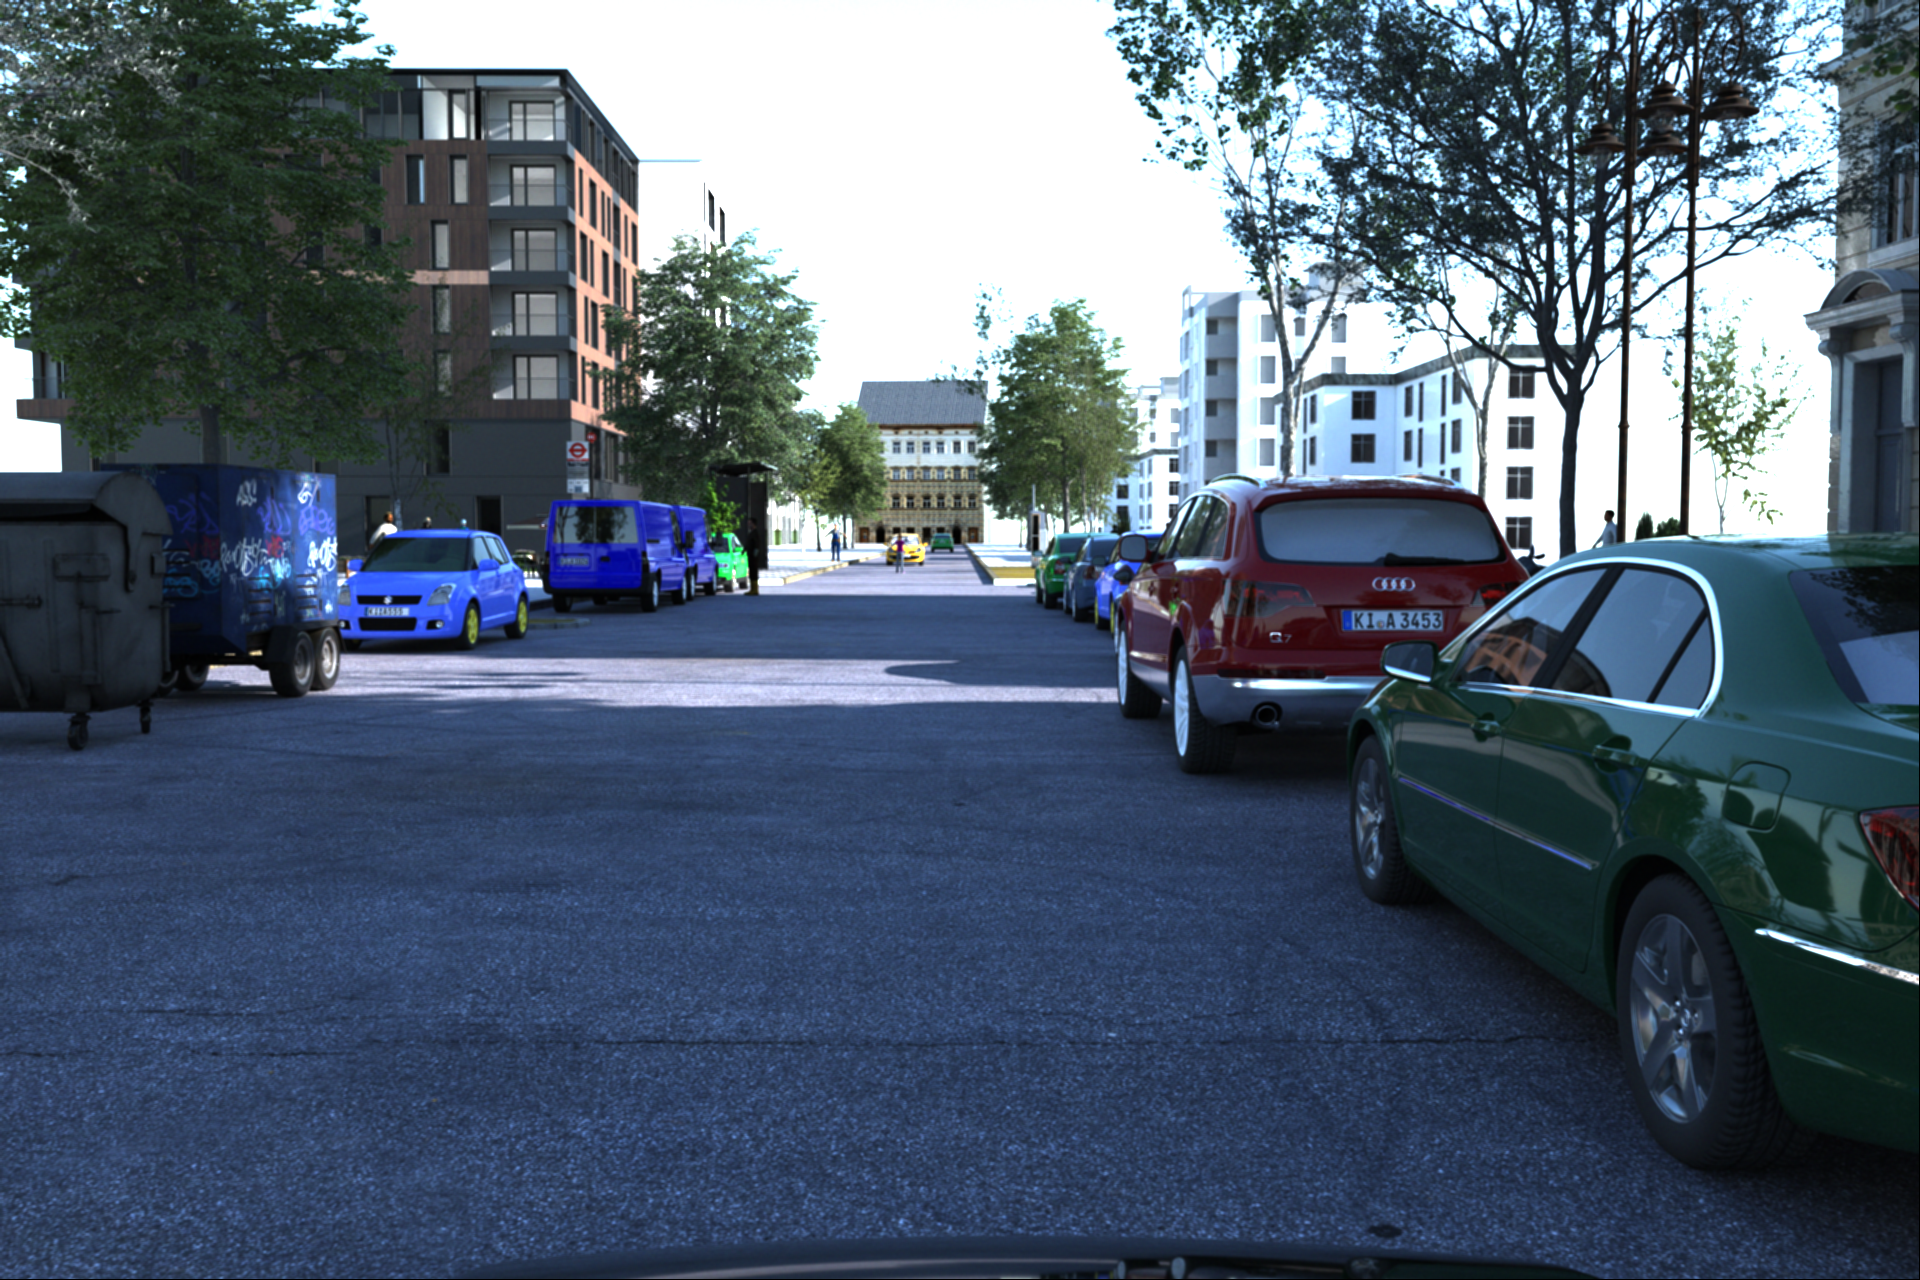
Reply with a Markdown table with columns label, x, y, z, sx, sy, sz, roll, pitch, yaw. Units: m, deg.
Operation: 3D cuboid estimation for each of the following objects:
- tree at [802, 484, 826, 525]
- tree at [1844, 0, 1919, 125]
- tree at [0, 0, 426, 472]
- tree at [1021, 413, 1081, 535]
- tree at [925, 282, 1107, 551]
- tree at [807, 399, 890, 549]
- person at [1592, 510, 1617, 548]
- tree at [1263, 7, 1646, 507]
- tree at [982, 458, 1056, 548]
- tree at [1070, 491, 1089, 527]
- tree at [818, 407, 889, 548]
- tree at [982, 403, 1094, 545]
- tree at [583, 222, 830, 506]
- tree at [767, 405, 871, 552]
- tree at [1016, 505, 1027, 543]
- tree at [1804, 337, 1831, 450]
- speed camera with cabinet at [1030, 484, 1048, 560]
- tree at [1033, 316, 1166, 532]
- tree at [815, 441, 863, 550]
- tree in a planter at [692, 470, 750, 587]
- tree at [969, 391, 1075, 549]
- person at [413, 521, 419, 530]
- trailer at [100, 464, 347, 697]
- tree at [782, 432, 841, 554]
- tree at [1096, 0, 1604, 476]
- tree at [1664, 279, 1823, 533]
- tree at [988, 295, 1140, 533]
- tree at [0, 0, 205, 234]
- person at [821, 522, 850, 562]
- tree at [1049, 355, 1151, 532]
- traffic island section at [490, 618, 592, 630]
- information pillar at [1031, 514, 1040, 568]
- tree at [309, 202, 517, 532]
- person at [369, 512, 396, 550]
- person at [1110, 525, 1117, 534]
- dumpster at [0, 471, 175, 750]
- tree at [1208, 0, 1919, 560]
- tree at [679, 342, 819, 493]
| label | x | y | z | sx | sy | sz | roll | pitch | yaw |
| --- | --- | --- | --- | --- | --- | --- | --- | --- | --- |
| tree | -21.562 | -18.730 | 240.644 | 7.601 | 10.594 | 8.767 | 0 | 4 | 7 |
| tree | 9.051 | -6.255 | 8.928 | 9.857 | 13.997 | 8.962 | 0 | 3 | 0 |
| tree | -12.972 | -6.765 | 28.730 | 7.486 | 12.596 | 7.792 | 0 | 3 | 0 |
| tree | 5.261 | -8.815 | 94.492 | 4.360 | 8.622 | 3.978 | 0 | 3 | 0 |
| tree | 4.038 | -16.854 | 131.456 | 12.611 | 20.169 | 13.585 | 0 | 3 | 0 |
| tree | -9.659 | -13.881 | 145.073 | 7.486 | 12.596 | 7.792 | 0 | 3 | 0 |
| person | 14.041 | -1.922 | 37.573 | 0.704 | 1.810 | 1.344 | 0 | 4 | -1 |
| tree | 17.907 | -12.659 | 62.866 | 12.611 | 20.169 | 13.585 | 0 | 3 | 0 |
| tree | 5.733 | -13.554 | 156.014 | 8.767 | 10.594 | 7.601 | 3 | 5 | 44 |
| tree | 18.776 | -20.721 | 245.440 | 9.857 | 13.997 | 8.962 | 0 | 3 | 0 |
| tree | -9.920 | -14.438 | 154.195 | 7.486 | 12.596 | 7.792 | 0 | 3 | 0 |
| tree | 5.832 | -11.001 | 114.273 | 8.767 | 10.594 | 7.601 | 0 | 4 | -7 |
| tree | -10.017 | -10.017 | 70.427 | 9.857 | 13.997 | 8.962 | 0 | 3 | 0 |
| tree | -10.349 | -11.666 | 125.159 | 8.767 | 10.594 | 7.601 | -2 | 4 | -35 |
| tree | 8.889 | -17.808 | 241.528 | 4.737 | 8.622 | 4.395 | 0 | 3 | 0 |
| tree | 27.851 | -6.151 | 50.939 | 4.360 | 8.622 | 3.978 | 0 | 3 | 0 |
| speed camera with cabinet | 3.126 | -4.529 | 68.390 | 0.660 | 3.252 | 2.038 | 0 | 4 | -1 |
| tree | 4.122 | -6.657 | 59.204 | 4.360 | 8.622 | 3.978 | 0 | 3 | 0 |
| tree | -9.545 | -11.411 | 136.924 | 4.737 | 8.622 | 4.395 | 0 | 3 | 0 |
| tree in a planter | -6.916 | -3.118 | 48.200 | 1.991 | 3.239 | 1.994 | 0 | 4 | 0 |
| tree | 5.725 | -14.584 | 145.096 | 9.857 | 13.997 | 8.962 | 0 | 3 | 0 |
| person | -22.398 | -3.981 | 71.218 | 0.705 | 1.813 | 1.348 | 0 | 4 | 7 |
| trailer | -6.481 | -0.474 | 14.794 | 1.471 | 1.999 | 3.904 | 0 | 4 | 0 |
| tree | -10.107 | -9.936 | 112.818 | 4.737 | 8.622 | 4.395 | 0 | 3 | 0 |
| tree | 9.908 | -11.638 | 46.164 | 12.611 | 20.169 | 13.585 | 0 | 3 | 0 |
| tree | 22.150 | -6.088 | 49.897 | 4.737 | 8.622 | 4.395 | 0 | 3 | 0 |
| tree | 4.935 | -10.059 | 82.595 | 7.486 | 12.596 | 7.792 | 0 | 3 | 0 |
| tree | -12.462 | -6.453 | 15.872 | 12.009 | 13.543 | 11.850 | 0 | 3 | 0 |
| person | -5.680 | -4.479 | 79.095 | 1.347 | 1.847 | 0.705 | 0 | 4 | 3 |
| tree | 5.415 | -7.443 | 72.054 | 4.360 | 8.622 | 3.978 | 0 | 3 | 0 |
| traffic island section | -6.827 | -0.248 | 26.920 | 1.991 | 0.108 | 1.994 | 0 | 4 | 1 |
| information pillar | 2.813 | -3.680 | 64.652 | 0.304 | 2.012 | 0.304 | 0 | 4 | -1 |
| tree | -12.854 | -5.422 | 39.008 | 4.360 | 8.622 | 3.978 | 0 | 3 | 0 |
| person | -14.030 | -2.233 | 42.593 | 0.704 | 1.819 | 1.344 | 2 | 4 | 30 |
| person | 7.326 | -4.649 | 82.736 | 1.216 | 1.740 | 0.721 | -2 | 4 | -27 |
| dumpster | -6.556 | -0.226 | 11.905 | 1.865 | 1.857 | 1.264 | 0 | 3 | 0 |
| tree | 9.165 | -7.062 | 25.831 | 12.009 | 13.543 | 11.850 | 0 | 3 | 0 |
| tree | -10.149 | -9.039 | 82.196 | 7.601 | 10.594 | 8.767 | 0 | 4 | 3 |
